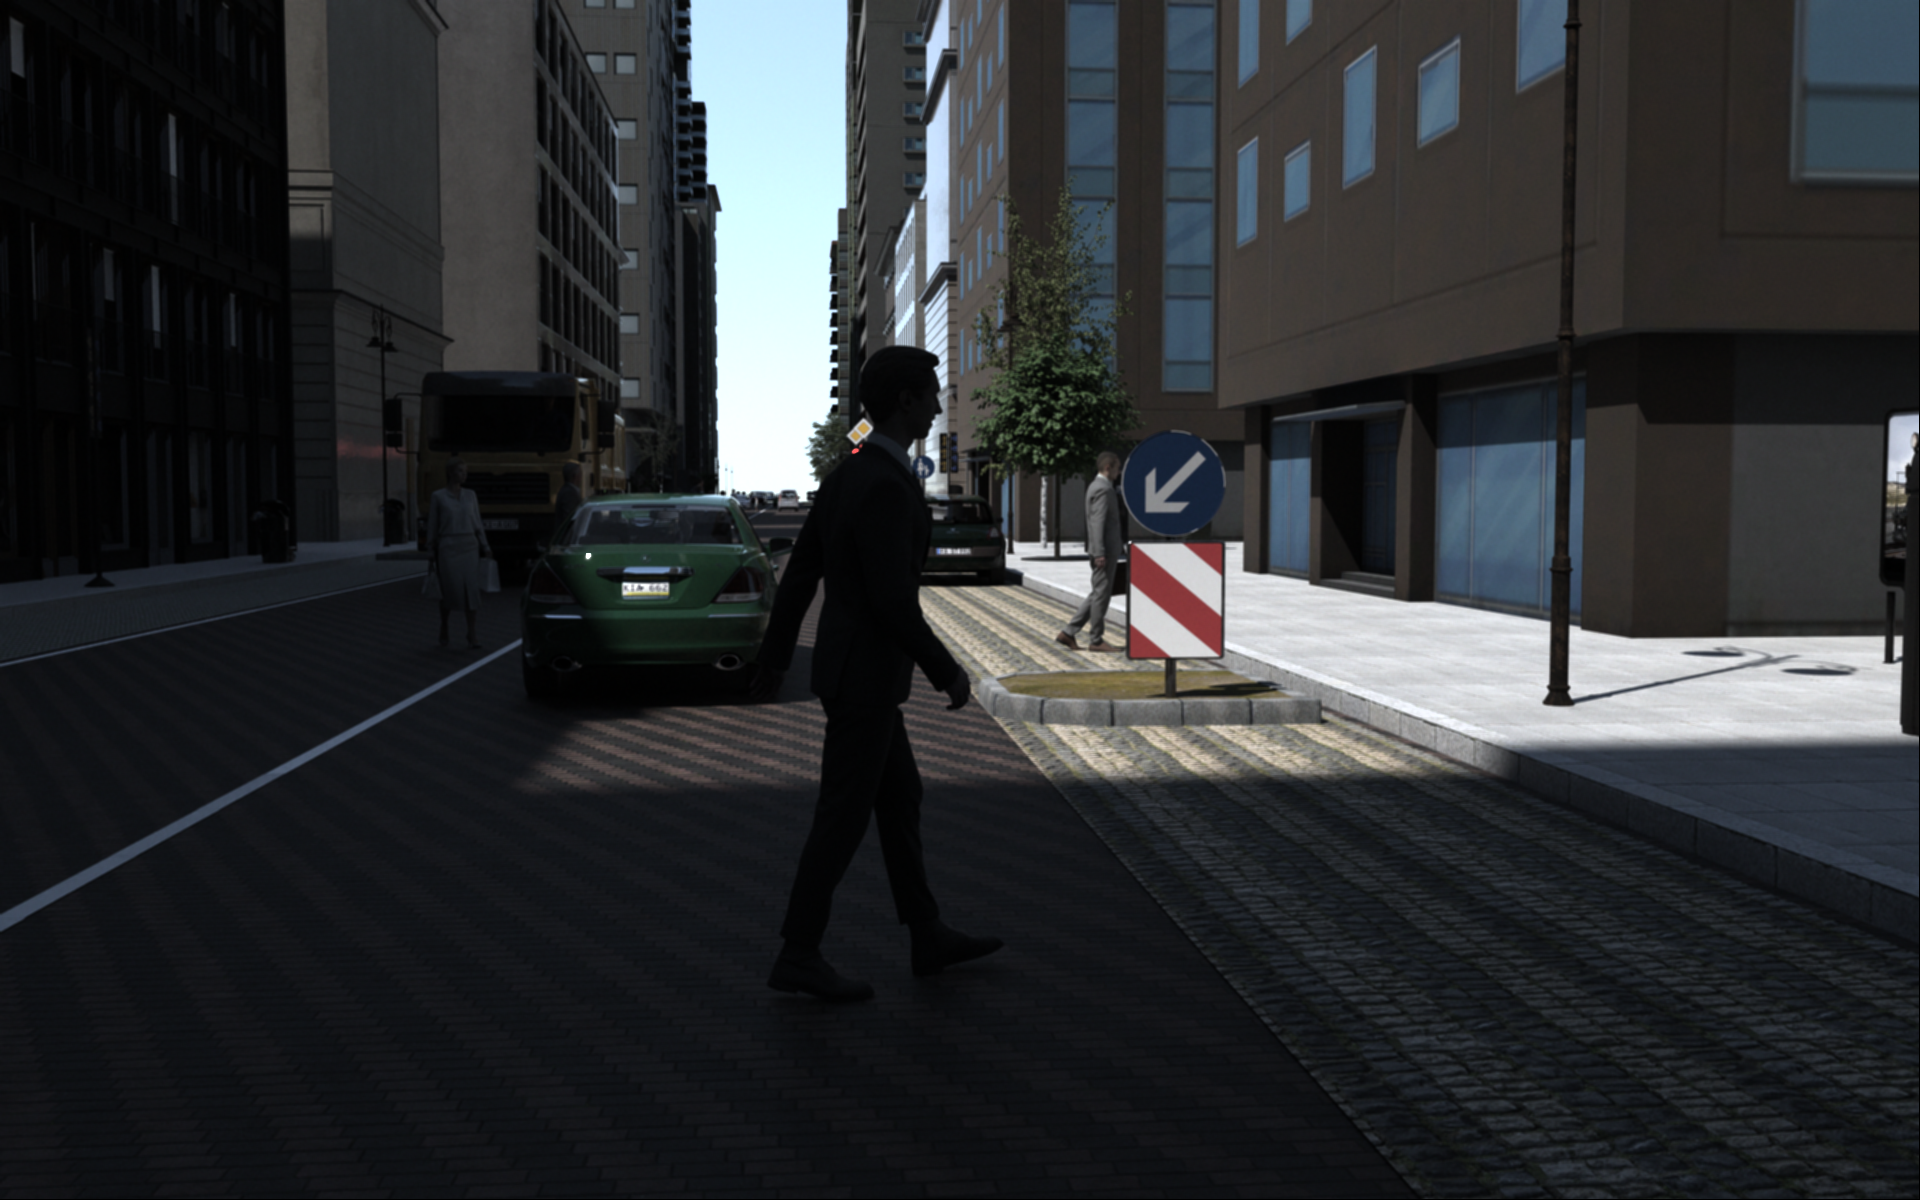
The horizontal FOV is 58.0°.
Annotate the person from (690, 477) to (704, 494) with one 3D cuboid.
[{"bbox_3d":[-6.327,-2.086,42.418,0.447,1.846,0.655,1,4,14],"label":"person"}]

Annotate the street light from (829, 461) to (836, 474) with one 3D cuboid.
[{"bbox_3d":[-14.246,-13.657,196.082,0.468,5.910,1.993,0,4,-5],"label":"street light"}]

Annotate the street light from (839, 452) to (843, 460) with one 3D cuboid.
[{"bbox_3d":[-11.676,-12.060,169.968,0.468,5.910,1.993,0,4,-5],"label":"street light"}]

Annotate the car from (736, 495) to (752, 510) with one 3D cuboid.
[{"bbox_3d":[-19.990,-8.885,157.631,2.083,1.381,4.827,0,4,-7],"label":"car"}]

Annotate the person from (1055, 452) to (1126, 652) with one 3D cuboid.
[{"bbox_3d":[1.301,-0.429,15.634,0.853,1.813,0.709,0,4,-4],"label":"person"}]

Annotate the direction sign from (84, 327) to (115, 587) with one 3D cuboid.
[{"bbox_3d":[-11.937,-1.953,23.923,0.379,3.537,0.876,-1,4,-16],"label":"direction sign"}]

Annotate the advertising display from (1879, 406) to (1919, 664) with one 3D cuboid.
[{"bbox_3d":[7.095,-0.455,12.659,0.123,1.923,0.974,0,4,-7],"label":"advertising display"}]

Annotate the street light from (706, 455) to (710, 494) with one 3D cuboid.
[{"bbox_3d":[-29.097,-13.873,199.602,0.468,5.910,1.993,0,4,-5],"label":"street light"}]

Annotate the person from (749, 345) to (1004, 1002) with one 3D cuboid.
[{"bbox_3d":[-0.197,0.200,5.000,0.755,1.850,0.659,-1,4,-17],"label":"person"}]

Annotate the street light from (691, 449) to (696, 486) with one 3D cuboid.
[{"bbox_3d":[-26.580,-12.255,173.149,0.468,5.910,1.993,0,4,-5],"label":"street light"}]

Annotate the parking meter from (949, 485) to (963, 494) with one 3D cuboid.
[{"bbox_3d":[-0.106,-2.308,46.140,0.372,1.533,0.369,0,3,0],"label":"parking meter"}]

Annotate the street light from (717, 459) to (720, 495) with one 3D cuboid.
[{"bbox_3d":[-32.093,-15.746,230.236,0.468,5.910,1.993,0,4,-5],"label":"street light"}]

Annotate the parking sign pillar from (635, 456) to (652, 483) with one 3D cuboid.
[{"bbox_3d":[-22.187,-8.122,121.268,1.447,3.967,1.447,2,4,35],"label":"parking sign pillar"}]

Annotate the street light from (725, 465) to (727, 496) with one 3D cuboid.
[{"bbox_3d":[-34.592,-17.345,256.384,0.468,5.910,1.993,0,4,-5],"label":"street light"}]

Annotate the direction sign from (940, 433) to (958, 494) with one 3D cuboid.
[{"bbox_3d":[-0.412,-4.424,64.331,0.876,3.537,0.379,3,5,41],"label":"direction sign"}]

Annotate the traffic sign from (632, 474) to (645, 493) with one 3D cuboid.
[{"bbox_3d":[-19.993,-6.579,107.667,0.768,2.556,0.104,0,4,-5],"label":"traffic sign"}]

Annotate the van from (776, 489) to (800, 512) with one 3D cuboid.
[{"bbox_3d":[-14.158,-8.295,142.642,2.013,2.044,4.112,0,4,-7],"label":"van"}]

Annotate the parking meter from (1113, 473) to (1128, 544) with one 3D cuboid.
[{"bbox_3d":[4.145,-2.377,44.568,0.399,1.863,0.255,1,4,23],"label":"parking meter"}]

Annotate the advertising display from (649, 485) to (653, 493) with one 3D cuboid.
[{"bbox_3d":[-20.919,-6.836,116.974,0.123,1.923,0.974,-2,4,-24],"label":"advertising display"}]

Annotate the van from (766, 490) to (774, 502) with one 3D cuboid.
[{"bbox_3d":[-30.811,-16.706,280.158,2.013,2.044,4.112,0,4,-6],"label":"van"}]

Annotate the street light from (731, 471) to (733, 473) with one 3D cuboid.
[{"bbox_3d":[-37.153,-18.924,282.194,0.468,5.910,1.993,0,4,-5],"label":"street light"}]

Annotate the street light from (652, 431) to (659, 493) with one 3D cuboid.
[{"bbox_3d":[-21.868,-9.291,124.698,0.468,5.910,1.993,0,4,-5],"label":"street light"}]

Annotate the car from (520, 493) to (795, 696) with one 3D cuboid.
[{"bbox_3d":[-2.367,-0.124,13.820,2.131,1.459,4.920,0,4,-7],"label":"car"}]

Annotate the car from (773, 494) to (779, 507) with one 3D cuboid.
[{"bbox_3d":[-20.053,-11.358,194.497,1.959,1.807,4.718,0,4,-4],"label":"car"}]

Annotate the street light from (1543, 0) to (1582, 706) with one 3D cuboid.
[{"bbox_3d":[3.646,-2.299,10.374,0.468,5.910,1.993,0,4,-5],"label":"street light"}]

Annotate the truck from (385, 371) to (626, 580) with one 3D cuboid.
[{"bbox_3d":[-7.521,-2.110,30.421,3.469,3.379,9.791,0,4,-7],"label":"truck"}]

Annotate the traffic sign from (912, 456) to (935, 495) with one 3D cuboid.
[{"bbox_3d":[-1.213,-3.503,57.385,0.768,2.556,0.104,0,4,4],"label":"traffic sign"}]

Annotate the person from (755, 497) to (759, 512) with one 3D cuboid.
[{"bbox_3d":[-16.070,-7.575,137.373,0.382,1.210,0.505,-2,4,-24],"label":"person"}]

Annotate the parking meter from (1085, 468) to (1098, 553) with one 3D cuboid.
[{"bbox_3d":[2.910,-1.976,38.012,0.255,1.863,0.399,1,4,22],"label":"parking meter"}]

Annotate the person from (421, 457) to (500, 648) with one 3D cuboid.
[{"bbox_3d":[-4.704,-0.455,16.290,0.694,1.780,0.624,-1,4,-20],"label":"person"}]

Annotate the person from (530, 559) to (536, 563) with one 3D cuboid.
[{"bbox_3d":[-9.004,-1.642,35.768,0.576,1.772,0.534,0,4,-3],"label":"person"}]

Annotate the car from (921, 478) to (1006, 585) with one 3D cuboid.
[{"bbox_3d":[-0.239,-1.143,28.480,2.009,1.686,4.222,0,4,-4],"label":"car"}]

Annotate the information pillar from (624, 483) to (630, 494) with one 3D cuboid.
[{"bbox_3d":[-21.512,-6.574,111.974,0.304,2.012,0.304,1,4,14],"label":"information pillar"}]

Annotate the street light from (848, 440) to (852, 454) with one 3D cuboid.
[{"bbox_3d":[-9.183,-10.552,145.307,0.468,5.910,1.993,0,4,-5],"label":"street light"}]

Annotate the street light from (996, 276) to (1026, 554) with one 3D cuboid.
[{"bbox_3d":[1.081,-3.923,36.932,0.468,5.910,1.993,0,4,-5],"label":"street light"}]

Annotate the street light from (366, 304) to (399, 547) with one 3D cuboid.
[{"bbox_3d":[-14.041,-4.247,42.227,0.468,5.910,1.993,0,4,-5],"label":"street light"}]

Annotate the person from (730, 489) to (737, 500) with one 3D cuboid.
[{"bbox_3d":[-16.675,-7.277,127.698,0.478,1.798,0.641,2,4,30],"label":"person"}]

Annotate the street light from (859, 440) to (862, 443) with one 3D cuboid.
[{"bbox_3d":[-6.841,-8.968,119.412,0.468,5.910,1.993,0,4,-5],"label":"street light"}]

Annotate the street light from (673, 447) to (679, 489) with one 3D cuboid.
[{"bbox_3d":[-24.189,-10.675,147.323,0.468,5.910,1.993,0,4,-5],"label":"street light"}]

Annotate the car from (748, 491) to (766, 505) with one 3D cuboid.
[{"bbox_3d":[-25.773,-12.894,219.496,2.281,1.827,5.304,0,4,-6],"label":"car"}]

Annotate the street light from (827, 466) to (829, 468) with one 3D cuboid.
[{"bbox_3d":[-16.793,-15.273,222.504,0.468,5.910,1.993,0,4,-5],"label":"street light"}]

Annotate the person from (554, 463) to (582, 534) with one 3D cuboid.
[{"bbox_3d":[-4.236,-0.628,19.162,0.834,1.777,0.661,-2,4,-28],"label":"person"}]

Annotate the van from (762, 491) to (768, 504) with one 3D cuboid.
[{"bbox_3d":[-27.801,-14.372,241.994,2.013,2.044,4.112,0,4,-5],"label":"van"}]

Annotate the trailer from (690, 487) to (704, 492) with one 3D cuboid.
[{"bbox_3d":[-20.239,-7.709,133.088,1.471,1.999,3.904,0,4,-6],"label":"trailer"}]

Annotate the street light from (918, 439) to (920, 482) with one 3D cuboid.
[{"bbox_3d":[-1.491,-5.524,63.110,0.468,5.910,1.993,0,4,-5],"label":"street light"}]
